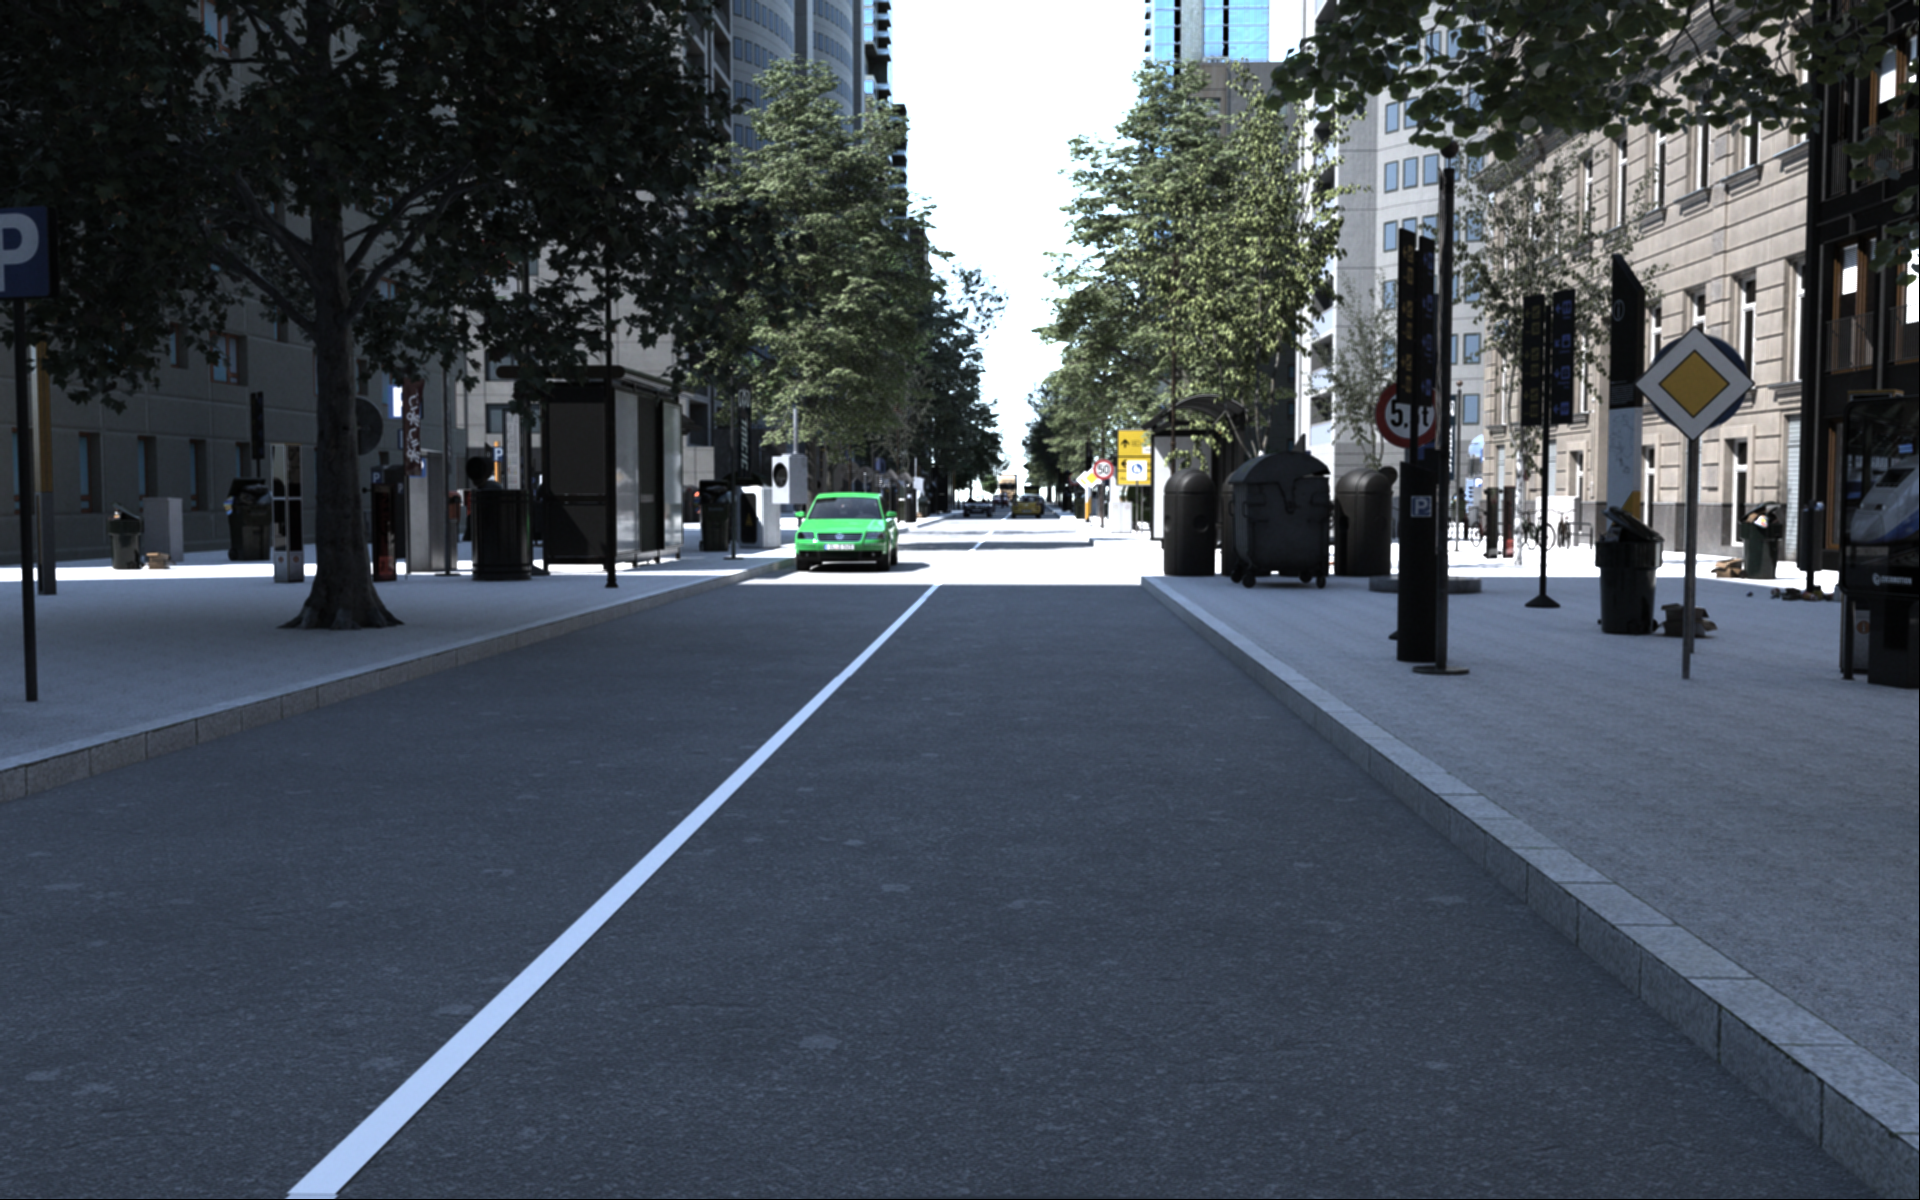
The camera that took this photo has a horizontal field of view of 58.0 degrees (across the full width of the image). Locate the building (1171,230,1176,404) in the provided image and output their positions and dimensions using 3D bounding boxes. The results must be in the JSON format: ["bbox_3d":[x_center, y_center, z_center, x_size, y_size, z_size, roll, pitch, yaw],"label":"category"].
[{"bbox_3d":[29.050,-25.101,182.106,14.160,30.474,14.107,0,4,2],"label":"building"}]

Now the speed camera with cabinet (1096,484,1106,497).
[{"bbox_3d":[9.610,-8.067,126.237,2.038,3.252,0.660,1,4,9],"label":"speed camera with cabinet"}]

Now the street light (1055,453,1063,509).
[{"bbox_3d":[9.292,-11.477,160.429,0.468,5.910,1.993,0,4,2],"label":"street light"}]

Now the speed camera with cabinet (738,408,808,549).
[{"bbox_3d":[-4.392,-2.822,40.476,0.660,3.252,2.038,-3,5,-42],"label":"speed camera with cabinet"}]

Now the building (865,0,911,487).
[{"bbox_3d":[-17.648,-57.847,258.462,22.319,86.520,31.000,0,4,2],"label":"building"}]

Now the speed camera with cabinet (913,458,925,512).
[{"bbox_3d":[-2.273,-6.058,93.384,0.660,3.252,2.038,0,4,6],"label":"speed camera with cabinet"}]

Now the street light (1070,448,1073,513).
[{"bbox_3d":[7.515,-8.790,116.508,0.468,5.910,1.993,0,4,2],"label":"street light"}]

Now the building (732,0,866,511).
[{"bbox_3d":[-20.709,-38.007,163.420,21.231,58.520,28.212,0,4,2],"label":"building"}]

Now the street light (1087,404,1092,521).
[{"bbox_3d":[6.224,-6.794,83.878,0.468,5.910,1.993,0,4,2],"label":"street light"}]

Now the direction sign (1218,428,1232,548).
[{"bbox_3d":[6.280,-3.014,41.276,0.379,3.537,0.876,-1,4,-14],"label":"direction sign"}]

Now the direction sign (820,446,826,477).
[{"bbox_3d":[-6.193,-5.458,81.242,0.876,3.537,0.379,-2,4,-35],"label":"direction sign"}]

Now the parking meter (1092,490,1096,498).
[{"bbox_3d":[9.341,-6.826,120.009,0.372,1.533,0.369,0,3,0],"label":"parking meter"}]

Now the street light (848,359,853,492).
[{"bbox_3d":[-3.545,-5.077,55.797,0.468,5.910,1.993,0,4,2],"label":"street light"}]

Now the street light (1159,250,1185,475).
[{"bbox_3d":[4.058,-3.677,32.907,0.468,5.910,1.993,0,4,2],"label":"street light"}]

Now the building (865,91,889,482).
[{"bbox_3d":[-19.836,-35.435,203.071,21.300,48.544,21.600,0,4,2],"label":"building"}]

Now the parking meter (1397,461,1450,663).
[{"bbox_3d":[3.561,-0.299,13.307,0.372,1.533,0.369,0,3,0],"label":"parking meter"}]

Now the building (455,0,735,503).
[{"bbox_3d":[-21.693,-40.361,98.155,20.563,71.187,20.611,0,4,2],"label":"building"}]

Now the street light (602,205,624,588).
[{"bbox_3d":[-4.787,-3.109,23.625,0.468,5.910,1.993,0,4,2],"label":"street light"}]

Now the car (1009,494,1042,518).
[{"bbox_3d":[3.935,-5.703,103.463,2.015,1.641,3.980,0,4,1],"label":"car"}]

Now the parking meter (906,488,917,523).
[{"bbox_3d":[-2.147,-4.272,78.252,0.372,1.533,0.369,0,3,0],"label":"parking meter"}]

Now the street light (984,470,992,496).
[{"bbox_3d":[3.703,-16.003,234.431,0.468,5.910,1.993,0,4,2],"label":"street light"}]

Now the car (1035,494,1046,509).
[{"bbox_3d":[7.409,-9.578,168.599,2.014,1.417,4.499,0,4,2],"label":"car"}]

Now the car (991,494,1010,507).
[{"bbox_3d":[4.662,-11.512,197.254,2.155,1.783,4.494,0,4,3],"label":"car"}]

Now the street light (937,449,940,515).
[{"bbox_3d":[-1.362,-8.302,108.523,0.468,5.910,1.993,0,4,2],"label":"street light"}]

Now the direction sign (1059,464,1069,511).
[{"bbox_3d":[7.751,-8.362,128.722,0.876,3.537,0.379,-2,4,-31],"label":"direction sign"}]

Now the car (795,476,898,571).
[{"bbox_3d":[-2.164,-1.522,33.689,1.959,1.807,4.718,0,4,1],"label":"car"}]

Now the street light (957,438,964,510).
[{"bbox_3d":[-0.073,-10.269,140.693,0.468,5.910,1.993,0,4,2],"label":"street light"}]

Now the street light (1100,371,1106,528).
[{"bbox_3d":[5.365,-5.647,65.109,0.468,5.910,1.993,0,4,2],"label":"street light"}]

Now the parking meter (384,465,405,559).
[{"bbox_3d":[-11.226,-1.755,34.401,0.255,1.863,0.399,1,4,12],"label":"parking meter"}]

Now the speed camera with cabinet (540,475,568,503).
[{"bbox_3d":[-19.287,-5.375,82.225,0.660,3.252,2.038,-3,4,-36],"label":"speed camera with cabinet"}]

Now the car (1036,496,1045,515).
[{"bbox_3d":[5.059,-6.722,122.483,1.945,1.354,3.894,0,4,1],"label":"car"}]

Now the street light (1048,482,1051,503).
[{"bbox_3d":[11.927,-15.412,224.767,0.468,5.910,1.993,0,4,2],"label":"street light"}]

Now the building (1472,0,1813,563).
[{"bbox_3d":[21.474,-14.930,41.376,12.463,27.353,25.104,0,4,2],"label":"building"}]

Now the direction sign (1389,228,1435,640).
[{"bbox_3d":[3.987,-1.419,15.205,0.379,3.537,0.876,2,4,33],"label":"direction sign"}]

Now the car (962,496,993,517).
[{"bbox_3d":[1.135,-5.870,108.554,1.945,1.354,3.894,0,4,3],"label":"car"}]

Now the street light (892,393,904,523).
[{"bbox_3d":[-2.701,-6.286,75.561,0.468,5.910,1.993,0,4,2],"label":"street light"}]

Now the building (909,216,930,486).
[{"bbox_3d":[-12.268,-38.653,282.079,14.600,45.320,14.200,0,4,2],"label":"building"}]

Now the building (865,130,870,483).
[{"bbox_3d":[-17.273,-30.663,184.936,14.154,41.232,14.086,0,4,2],"label":"building"}]

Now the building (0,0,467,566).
[{"bbox_3d":[-31.127,-12.097,42.829,28.899,21.520,27.650,0,4,2],"label":"building"}]

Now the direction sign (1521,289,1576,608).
[{"bbox_3d":[6.627,-1.688,19.597,0.379,3.537,0.876,-1,4,-19],"label":"direction sign"}]

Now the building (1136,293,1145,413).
[{"bbox_3d":[42.631,-36.895,295.116,32.217,40.220,23.993,0,4,2],"label":"building"}]

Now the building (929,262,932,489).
[{"bbox_3d":[-12.254,-37.495,296.628,14.154,41.232,14.086,0,4,2],"label":"building"}]

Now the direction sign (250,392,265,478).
[{"bbox_3d":[-15.669,-2.856,38.690,0.379,3.537,0.876,-3,4,-37],"label":"direction sign"}]

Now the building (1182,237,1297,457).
[{"bbox_3d":[31.096,-17.468,130.636,27.650,21.520,28.899,0,4,2],"label":"building"}]

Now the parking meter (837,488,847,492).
[{"bbox_3d":[-4.570,-3.590,67.110,0.372,1.533,0.369,0,3,0],"label":"parking meter"}]

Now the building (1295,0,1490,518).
[{"bbox_3d":[33.743,-33.692,92.860,28.212,58.520,21.231,0,4,2],"label":"building"}]

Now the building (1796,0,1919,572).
[{"bbox_3d":[20.269,-11.706,21.069,12.332,23.373,15.834,0,4,2],"label":"building"}]

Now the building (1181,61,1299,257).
[{"bbox_3d":[28.223,-29.598,167.514,14.154,41.232,14.086,0,4,2],"label":"building"}]

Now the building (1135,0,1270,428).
[{"bbox_3d":[36.056,-58.338,266.501,22.319,86.520,31.000,0,4,2],"label":"building"}]
